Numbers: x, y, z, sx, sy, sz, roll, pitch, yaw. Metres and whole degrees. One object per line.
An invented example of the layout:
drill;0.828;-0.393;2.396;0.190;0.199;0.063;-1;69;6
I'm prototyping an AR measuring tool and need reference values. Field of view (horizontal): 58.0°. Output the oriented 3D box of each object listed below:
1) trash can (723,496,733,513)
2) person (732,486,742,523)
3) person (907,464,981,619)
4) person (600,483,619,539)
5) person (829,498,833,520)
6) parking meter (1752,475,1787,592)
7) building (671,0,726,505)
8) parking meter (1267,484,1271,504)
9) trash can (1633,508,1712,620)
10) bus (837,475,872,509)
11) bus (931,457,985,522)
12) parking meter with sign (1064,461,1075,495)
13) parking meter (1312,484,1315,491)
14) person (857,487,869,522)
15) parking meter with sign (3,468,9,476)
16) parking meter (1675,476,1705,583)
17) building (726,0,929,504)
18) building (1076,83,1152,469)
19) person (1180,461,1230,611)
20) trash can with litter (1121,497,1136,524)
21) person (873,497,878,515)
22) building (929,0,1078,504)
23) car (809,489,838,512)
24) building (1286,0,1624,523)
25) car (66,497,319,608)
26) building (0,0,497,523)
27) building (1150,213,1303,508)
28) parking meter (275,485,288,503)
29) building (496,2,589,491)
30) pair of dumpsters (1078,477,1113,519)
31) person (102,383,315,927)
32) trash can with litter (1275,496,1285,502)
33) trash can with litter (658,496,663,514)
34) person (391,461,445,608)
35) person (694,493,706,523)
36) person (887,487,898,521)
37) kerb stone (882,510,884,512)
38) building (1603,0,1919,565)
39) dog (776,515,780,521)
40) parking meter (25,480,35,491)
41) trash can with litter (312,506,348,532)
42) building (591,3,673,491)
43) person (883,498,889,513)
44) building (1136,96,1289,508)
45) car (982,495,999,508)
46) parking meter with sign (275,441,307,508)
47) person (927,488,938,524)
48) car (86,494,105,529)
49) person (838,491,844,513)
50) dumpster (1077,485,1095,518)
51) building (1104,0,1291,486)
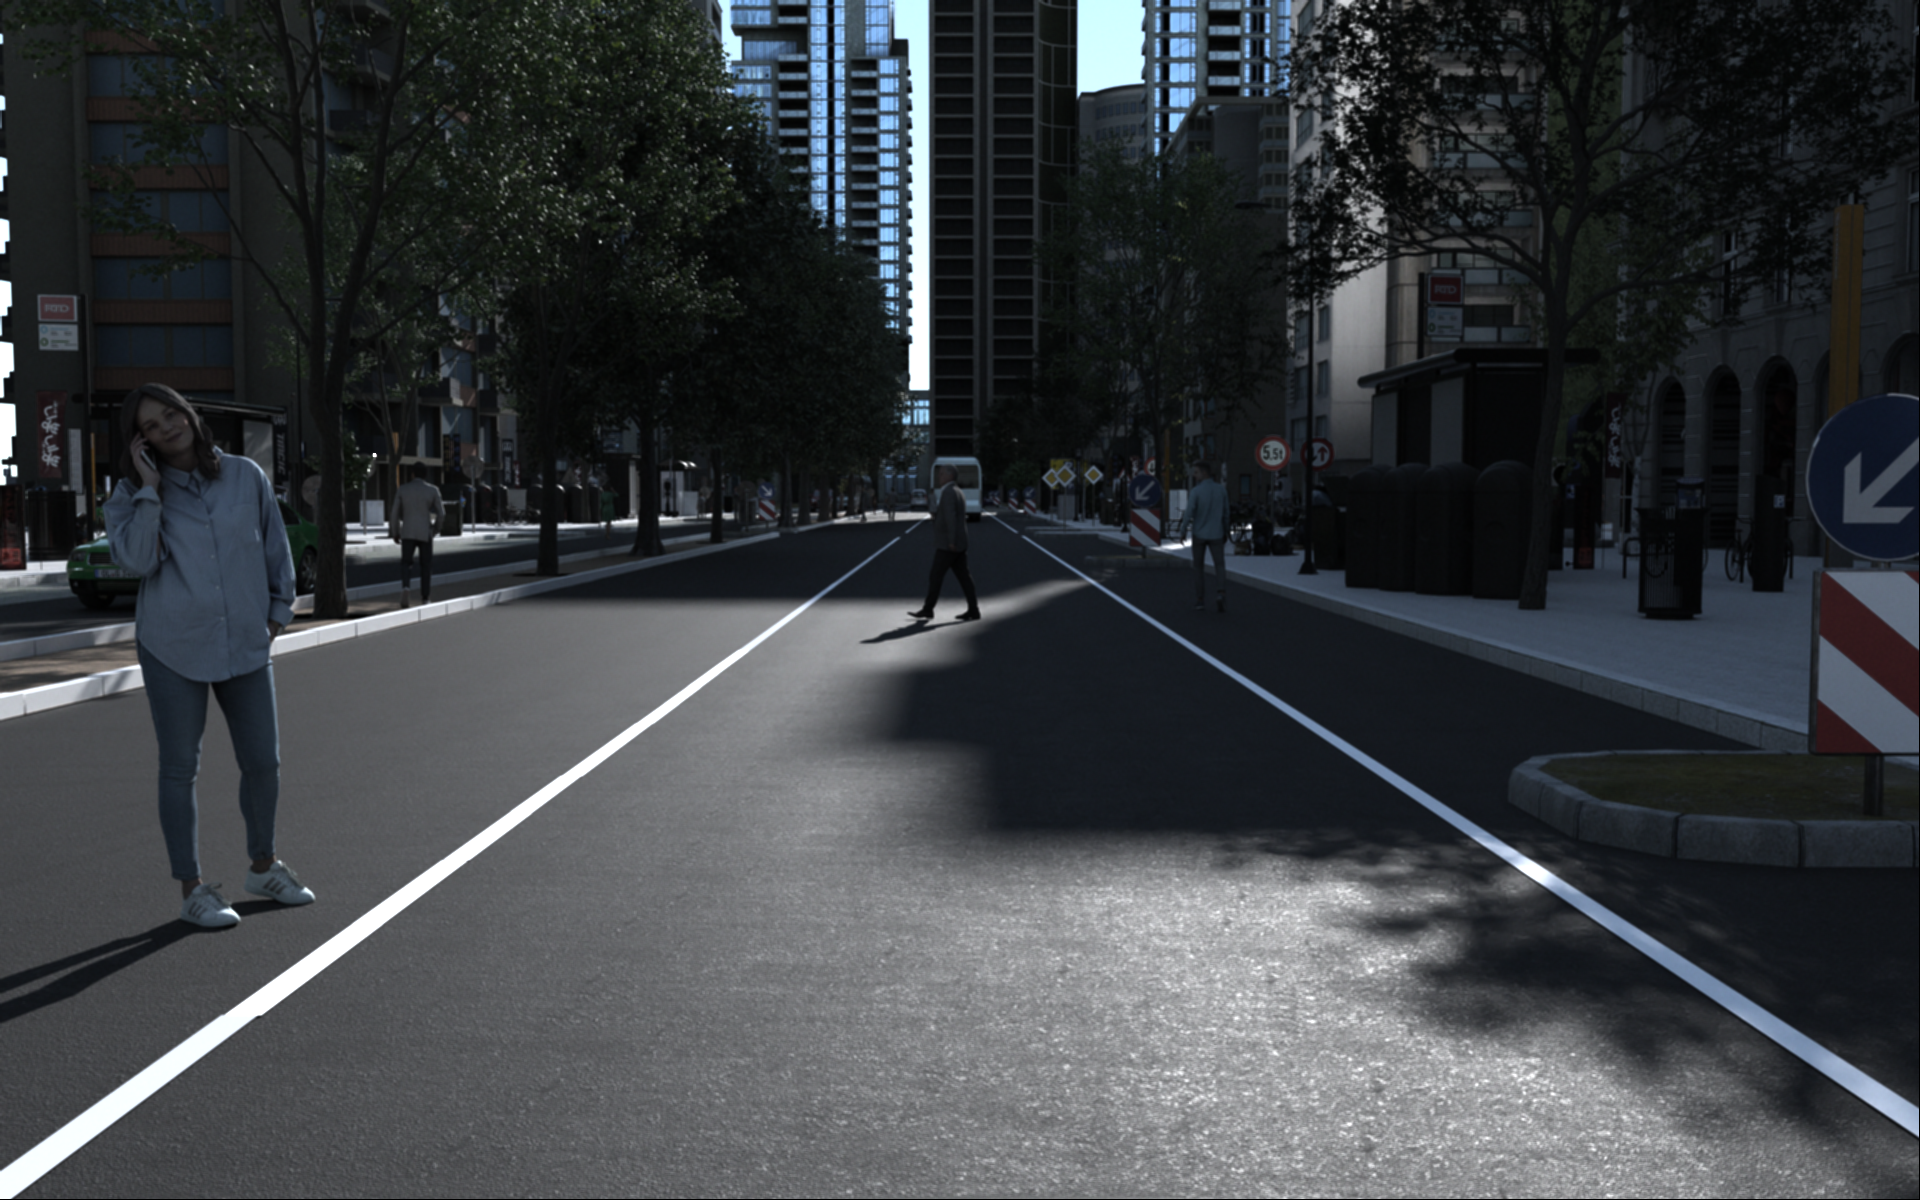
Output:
trash can;-16.037;-6.618;119.864;0.748;1.137;0.748;0;3;0
person;-11.122;-4.811;86.963;0.655;1.846;0.447;-1;4;-17
person;-0.181;-0.668;19.818;0.834;1.777;0.661;0;4;5
person;-11.157;-2.820;54.851;0.600;1.795;0.529;0;4;6
person;-7.195;-4.979;94.926;0.505;1.210;0.382;1;4;13
parking meter;10.644;-0.878;22.773;0.372;1.533;0.369;0;3;0
building;-41.077;-39.884;194.107;28.212;58.520;21.231;0;3;0
parking meter;18.628;-6.010;103.981;0.399;1.863;0.255;-1;4;-23
trash can;7.312;-0.377;17.814;0.748;1.137;0.748;0;3;0
bus;-10.028;-10.363;164.293;2.948;3.499;13.247;0;4;0
bus;-0.107;-6.039;93.605;2.948;3.499;13.247;0;4;1
parking meter with sign;5.769;-5.780;90.771;0.543;3.016;1.738;0;4;-1
parking meter;8.723;-2.059;42.084;0.372;1.533;0.369;0;3;0
person;-4.948;-4.874;88.295;0.694;1.812;0.767;3;5;41
parking meter with sign;-63.930;-7.403;117.303;1.738;3.016;0.543;2;4;25
parking meter;10.167;-0.962;24.148;0.372;1.533;0.369;0;3;0
building;-19.740;-56.967;244.074;31.000;86.520;22.319;0;3;0
building;30.476;-42.999;245.030;28.212;58.520;21.231;0;3;0
person;3.035;-0.794;21.348;0.638;1.841;0.748;0;4;-1
trash can with litter;7.062;-3.872;74.693;1.055;1.170;0.624;-3;5;-43
person;-5.915;-6.597;121.027;0.373;1.253;0.362;0;4;7
building;6.066;-49.248;243.454;20.611;71.187;20.563;0;3;0
car;-10.894;-7.939;138.476;2.281;1.827;5.304;0;4;-2
building;23.701;-24.348;81.678;14.086;41.232;14.154;0;3;0
car;-10.132;-0.882;23.210;1.959;1.807;4.718;0;4;1
building;-35.874;-26.581;89.228;22.147;44.769;28.867;0;3;0
building;28.747;-16.890;121.198;27.650;21.520;28.899;0;3;0
parking meter;-19.581;-2.542;49.968;0.372;1.533;0.369;0;3;0
building;-33.652;-26.616;118.759;14.154;41.232;14.086;0;3;0
pair of dumpsters;7.099;-5.374;90.364;1.574;2.255;4.437;0;3;0
person;-2.515;0.180;5.821;0.793;1.790;0.793;1;4;20
trash can with litter;17.356;-4.970;92.639;1.055;1.170;0.624;3;5;40
trash can with litter;-19.360;-6.034;109.709;2.233;1.210;1.678;-1;4;-8
person;-6.837;-0.826;21.847;0.661;1.843;0.795;-1;4;-11
person;-12.969;-4.608;86.435;0.523;1.515;0.503;3;4;36
person;-3.646;-5.206;93.823;0.606;1.804;0.583;0;4;-3
kerb stone;-6.204;-6.850;134.268;0.120;0.150;1.000;0;3;0
building;23.156;-11.739;33.731;13.314;21.916;24.055;0;3;0
dog;-8.975;-4.141;86.996;0.540;0.507;0.406;-3;4;-36
parking meter;-39.520;-4.152;73.600;0.399;1.863;0.255;-2;4;-30
trash can with litter;-21.085;-2.851;58.001;0.624;1.170;1.055;2;4;27
building;-37.649;-51.469;154.195;22.319;86.520;31.000;0;3;0
person;-5.350;-7.047;129.211;0.738;1.151;1.012;2;4;30
building;32.767;-28.765;162.192;32.217;40.220;23.993;0;3;0
car;3.180;-10.244;180.066;1.945;1.354;3.894;0;3;0
parking meter with sign;-22.495;-3.722;57.116;1.738;3.016;0.543;-3;4;-36
person;-1.303;-4.565;83.892;0.466;1.731;0.760;-3;5;-42
car;-29.842;-3.194;61.023;4.718;1.807;1.959;0;4;-2
person;-8.992;-7.440;130.481;0.374;1.781;0.599;-2;4;-34
dumpster;6.727;-5.371;93.577;1.264;1.857;1.865;0;3;0
building;28.295;-53.550;188.220;22.319;86.520;31.000;0;3;0
